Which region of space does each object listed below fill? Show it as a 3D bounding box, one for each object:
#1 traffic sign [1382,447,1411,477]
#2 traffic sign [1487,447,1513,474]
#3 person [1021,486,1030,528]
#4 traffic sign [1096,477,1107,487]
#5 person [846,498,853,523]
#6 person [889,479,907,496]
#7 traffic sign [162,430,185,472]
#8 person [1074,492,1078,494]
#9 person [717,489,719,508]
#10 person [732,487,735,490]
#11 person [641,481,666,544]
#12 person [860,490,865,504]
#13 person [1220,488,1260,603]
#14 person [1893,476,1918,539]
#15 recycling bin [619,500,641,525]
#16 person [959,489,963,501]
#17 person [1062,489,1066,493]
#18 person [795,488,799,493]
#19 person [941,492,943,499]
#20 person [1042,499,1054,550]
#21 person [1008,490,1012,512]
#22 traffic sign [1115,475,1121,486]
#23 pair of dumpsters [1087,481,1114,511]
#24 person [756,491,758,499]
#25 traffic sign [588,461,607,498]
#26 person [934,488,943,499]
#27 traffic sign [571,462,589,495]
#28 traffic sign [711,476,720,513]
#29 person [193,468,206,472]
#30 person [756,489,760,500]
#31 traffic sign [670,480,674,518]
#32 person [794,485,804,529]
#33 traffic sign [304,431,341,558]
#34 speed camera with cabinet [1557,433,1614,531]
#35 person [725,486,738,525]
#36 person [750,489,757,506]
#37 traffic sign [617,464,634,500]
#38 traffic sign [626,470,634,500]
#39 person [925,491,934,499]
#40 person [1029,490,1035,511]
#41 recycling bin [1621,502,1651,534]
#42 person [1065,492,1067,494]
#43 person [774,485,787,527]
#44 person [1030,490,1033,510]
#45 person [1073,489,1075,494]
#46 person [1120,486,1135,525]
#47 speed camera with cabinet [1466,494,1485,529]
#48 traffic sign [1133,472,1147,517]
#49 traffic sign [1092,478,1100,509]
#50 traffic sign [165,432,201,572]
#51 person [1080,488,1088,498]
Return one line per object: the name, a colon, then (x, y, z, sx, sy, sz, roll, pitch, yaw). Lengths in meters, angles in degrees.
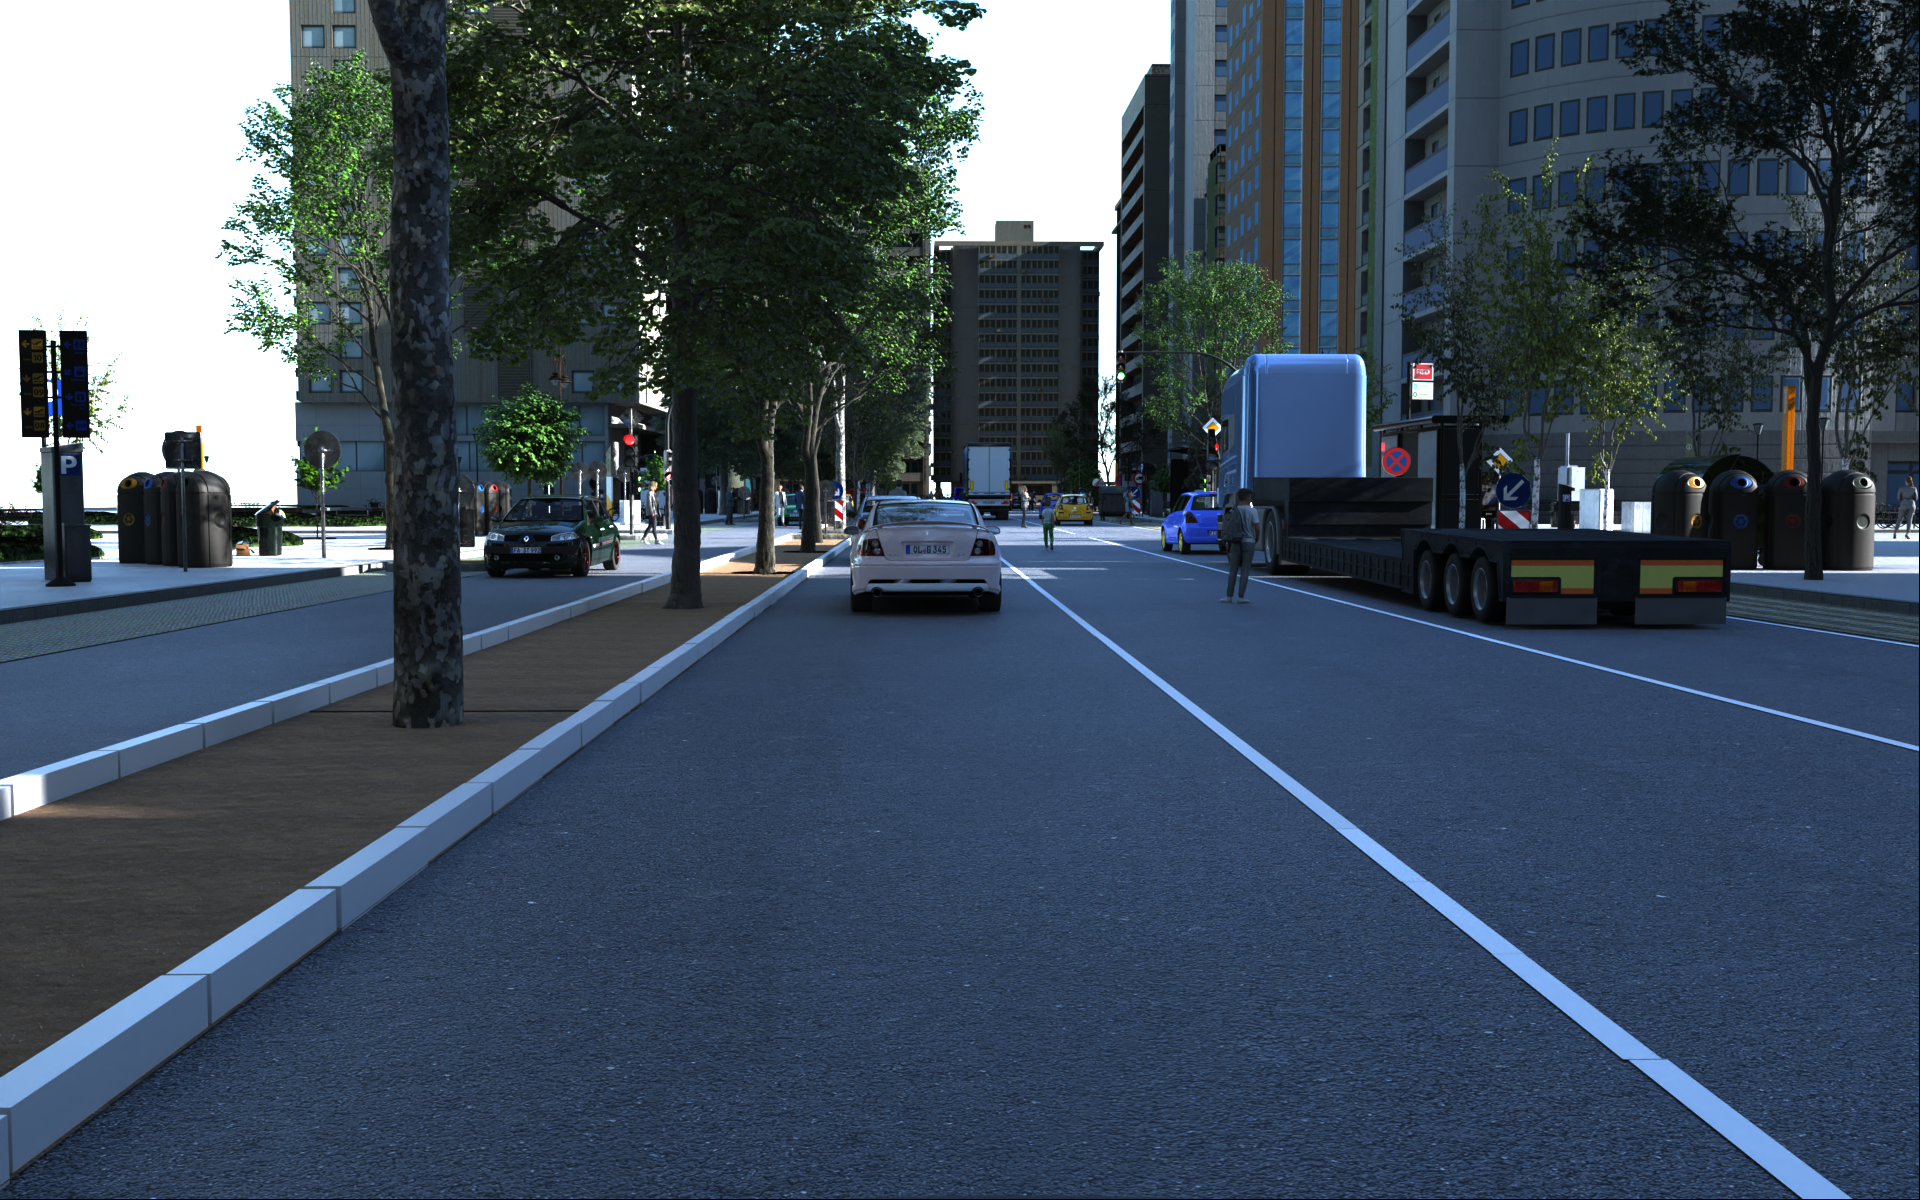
traffic sign: (11.871, -2.879, 47.186, 0.768, 2.556, 0.104, 1, 4, 8)
traffic sign: (15.161, -2.989, 48.603, 0.795, 2.593, 0.064, 0, 4, 2)
person: (2.850, -4.018, 74.374, 0.526, 1.800, 0.537, 3, 4, 39)
traffic sign: (10.692, -8.012, 131.005, 0.884, 2.594, 0.081, 0, 4, 1)
person: (-5.393, -4.360, 84.476, 0.332, 1.250, 0.352, 2, 4, 33)
person: (-1.558, -2.207, 44.685, 0.635, 1.810, 0.391, 1, 4, 21)
traffic sign: (-15.620, -2.115, 34.681, 0.768, 2.556, 0.104, 0, 4, 7)
person: (11.738, -10.313, 175.174, 1.217, 1.766, 0.721, 3, 5, 39)
person: (-22.520, -9.481, 161.787, 0.721, 1.736, 1.217, -1, 4, -11)
person: (-18.210, -8.150, 139.305, 1.348, 1.824, 0.705, 0, 4, 5)
person: (-8.789, -2.500, 49.563, 0.728, 1.800, 0.709, 1, 4, 11)
person: (-8.336, -8.370, 145.791, 0.568, 1.767, 0.683, 2, 4, 32)
person: (3.669, -0.714, 22.774, 0.503, 1.515, 0.523, 0, 4, -7)
person: (27.074, -2.647, 49.589, 0.520, 1.790, 0.573, 1, 4, 11)
recycling bin: (-13.708, -3.632, 71.943, 0.722, 1.027, 0.722, -2, 4, -25)
person: (0.233, -7.842, 136.902, 0.721, 1.800, 0.419, -1, 4, -20)
person: (6.515, -6.200, 110.222, 0.623, 1.781, 0.721, 3, 5, 41)
person: (-14.967, -9.365, 159.028, 0.709, 1.838, 0.599, 2, 4, 26)
person: (-1.724, -8.659, 150.785, 0.721, 1.735, 1.217, 2, 4, 24)
person: (2.248, -1.915, 44.056, 0.306, 1.304, 0.590, -1, 4, -8)
person: (4.049, -8.085, 140.629, 0.705, 1.831, 1.348, -1, 4, -10)
traffic sign: (10.472, -6.894, 112.816, 0.768, 2.556, 0.104, 0, 4, 5)
pair of dumpsters: (10.689, -8.059, 134.259, 1.574, 2.255, 4.437, 0, 4, -1)
person: (-22.650, -11.452, 193.835, 0.990, 1.755, 0.434, 2, 4, 24)
traffic sign: (-13.920, -4.062, 66.527, 0.768, 2.556, 0.104, 0, 4, 7)
person: (-1.346, -6.222, 110.196, 0.580, 1.828, 0.573, -1, 4, -16)
traffic sign: (-15.162, -4.220, 69.099, 0.768, 2.556, 0.104, 0, 4, 7)
traffic sign: (-16.877, -7.343, 120.161, 0.768, 2.556, 0.104, 0, 4, 1)
person: (-14.949, -1.695, 33.942, 0.728, 1.800, 0.709, -3, 5, -41)
person: (-16.928, -8.538, 146.350, 0.721, 1.735, 1.217, 1, 4, 18)
traffic sign: (-15.657, -5.780, 94.612, 0.768, 2.556, 0.104, 0, 4, 1)
person: (-6.392, -3.766, 70.252, 0.721, 1.800, 0.419, 2, 4, 28)
traffic sign: (-12.827, -2.125, 34.852, 0.768, 2.556, 0.104, 0, 4, 4)
speed camera with cabinet: (20.107, -3.750, 55.646, 0.660, 3.252, 2.038, -1, 4, -20)
person: (-10.547, -4.359, 79.946, 0.590, 1.801, 0.661, -1, 4, -10)
person: (-17.636, -8.639, 148.015, 0.721, 1.743, 1.217, 1, 4, 17)
traffic sign: (-14.354, -4.535, 74.246, 0.768, 2.556, 0.104, 0, 4, 7)
traffic sign: (-14.638, -4.630, 75.800, 0.768, 2.556, 0.104, 0, 4, 1)
person: (-2.454, -8.472, 147.747, 1.217, 1.736, 0.721, 0, 4, 2)
person: (6.203, -8.617, 149.914, 0.617, 1.759, 0.750, 1, 4, 14)
recycling bin: (22.056, -2.684, 56.437, 0.722, 1.027, 0.722, -1, 4, -8)
person: (12.078, -11.758, 198.279, 0.705, 1.826, 1.348, -3, 5, -42)
person: (-7.950, -4.145, 76.152, 0.818, 1.842, 0.514, 3, 5, 41)
person: (6.411, -8.962, 155.047, 0.705, 1.821, 1.348, 0, 4, -3)
person: (12.331, -11.063, 186.887, 0.705, 1.831, 1.348, 0, 4, -1)
person: (7.846, -4.415, 80.772, 0.778, 1.811, 0.616, -1, 4, -21)
speed camera with cabinet: (18.879, -4.239, 63.640, 0.660, 3.252, 2.038, 2, 4, 25)
traffic sign: (10.183, -5.998, 98.172, 0.768, 2.556, 0.104, 0, 3, 0)
traffic sign: (10.982, -8.494, 138.976, 0.768, 2.556, 0.104, 0, 4, 2)
traffic sign: (-12.803, -1.617, 28.567, 0.606, 2.300, 0.079, 0, 4, 3)
person: (7.675, -6.112, 108.701, 0.793, 1.790, 0.793, 0, 4, 1)
